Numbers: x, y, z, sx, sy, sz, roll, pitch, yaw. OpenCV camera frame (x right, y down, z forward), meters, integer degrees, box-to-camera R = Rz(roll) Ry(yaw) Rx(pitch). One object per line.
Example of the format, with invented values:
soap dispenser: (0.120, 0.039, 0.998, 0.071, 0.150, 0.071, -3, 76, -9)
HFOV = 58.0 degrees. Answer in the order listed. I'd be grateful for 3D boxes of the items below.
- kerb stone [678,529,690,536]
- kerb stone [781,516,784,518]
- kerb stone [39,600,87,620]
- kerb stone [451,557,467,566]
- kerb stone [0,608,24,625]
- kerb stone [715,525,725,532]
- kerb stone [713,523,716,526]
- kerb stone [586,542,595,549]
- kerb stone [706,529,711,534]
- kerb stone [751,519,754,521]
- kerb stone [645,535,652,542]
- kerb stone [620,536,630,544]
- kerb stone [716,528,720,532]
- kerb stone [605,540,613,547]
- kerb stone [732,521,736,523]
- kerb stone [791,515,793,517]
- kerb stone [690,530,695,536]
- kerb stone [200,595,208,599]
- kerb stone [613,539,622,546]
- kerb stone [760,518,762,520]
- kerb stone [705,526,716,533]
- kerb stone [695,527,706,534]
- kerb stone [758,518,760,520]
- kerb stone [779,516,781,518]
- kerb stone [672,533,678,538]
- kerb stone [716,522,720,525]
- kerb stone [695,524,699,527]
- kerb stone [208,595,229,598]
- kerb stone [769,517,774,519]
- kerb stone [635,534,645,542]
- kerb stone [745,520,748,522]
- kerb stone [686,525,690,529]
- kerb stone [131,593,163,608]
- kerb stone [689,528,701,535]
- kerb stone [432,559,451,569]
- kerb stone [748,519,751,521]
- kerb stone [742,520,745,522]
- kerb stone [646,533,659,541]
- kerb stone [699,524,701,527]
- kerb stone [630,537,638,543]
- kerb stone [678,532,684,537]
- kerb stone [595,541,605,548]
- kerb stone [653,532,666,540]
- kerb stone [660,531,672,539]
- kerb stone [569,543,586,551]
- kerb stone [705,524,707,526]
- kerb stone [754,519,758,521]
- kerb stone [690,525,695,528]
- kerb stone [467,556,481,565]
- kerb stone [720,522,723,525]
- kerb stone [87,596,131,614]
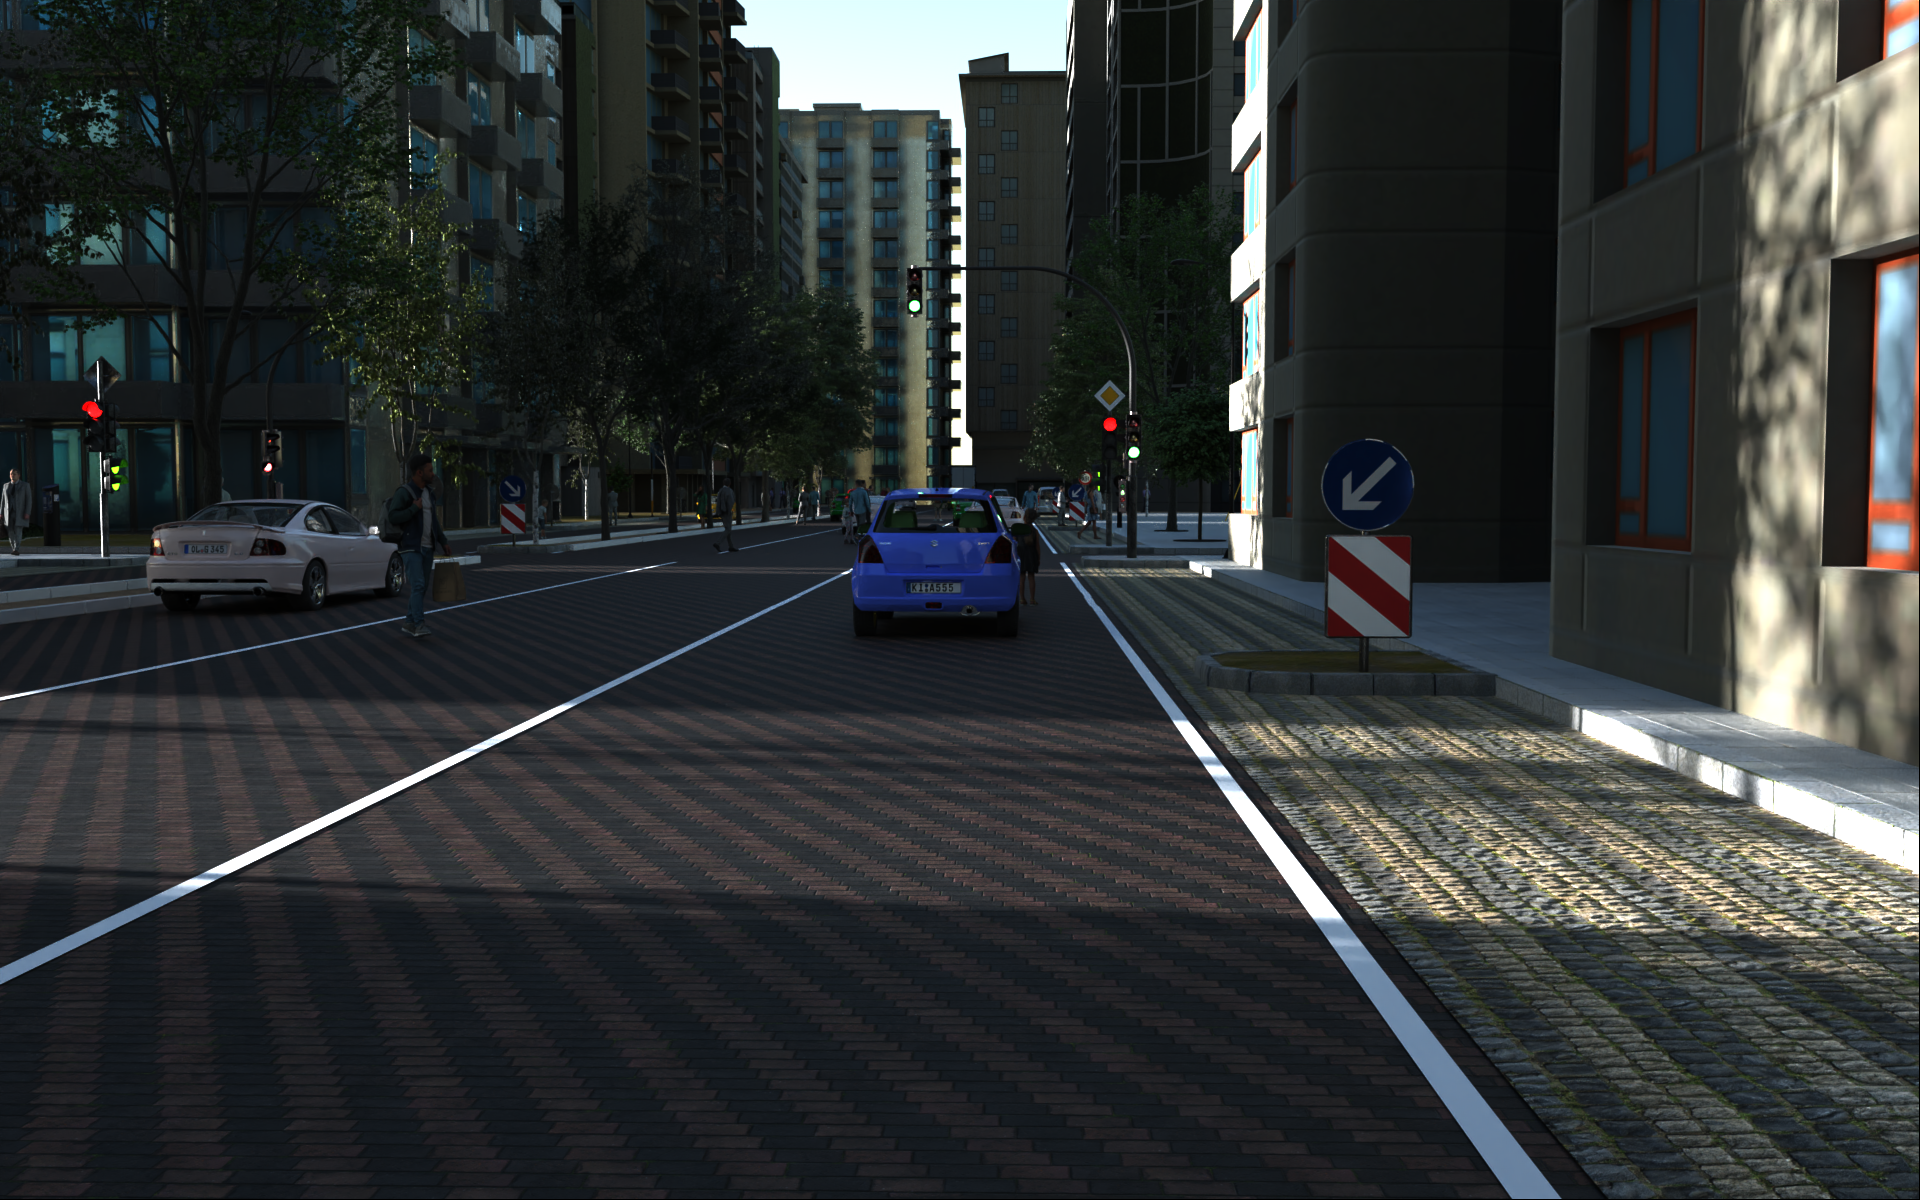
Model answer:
kerb stone: (-9.373, -2.223, 58.549, 0.120, 0.150, 1.000, 0, 4, 2)
kerb stone: (-10.288, -4.668, 98.589, 0.120, 0.150, 1.000, 0, 4, 2)
kerb stone: (-10.508, 0.128, 20.130, 0.120, 0.150, 1.000, 0, 4, 2)
kerb stone: (-10.083, -0.753, 34.511, 0.120, 0.150, 1.000, 0, 4, 2)
kerb stone: (-10.535, 0.189, 19.107, 0.120, 0.150, 1.000, 0, 4, 2)
kerb stone: (-9.153, -2.662, 65.721, 0.120, 0.150, 1.000, 0, 4, 2)
kerb stone: (-10.952, -3.291, 76.010, 0.120, 0.150, 1.000, 0, 4, 2)
kerb stone: (-9.765, -1.408, 45.217, 0.120, 0.150, 1.000, 0, 4, 2)
kerb stone: (-9.248, -2.475, 62.654, 0.120, 0.150, 1.000, 0, 4, 2)
kerb stone: (-10.627, -3.982, 87.302, 0.120, 0.150, 1.000, 0, 4, 2)
kerb stone: (-9.547, -1.847, 52.401, 0.120, 0.150, 1.000, 0, 4, 2)
kerb stone: (-9.647, -1.655, 49.323, 0.120, 0.150, 1.000, 0, 4, 2)
kerb stone: (-9.196, -2.600, 64.700, 0.120, 0.150, 1.000, 0, 4, 2)
kerb stone: (-9.704, -1.534, 47.273, 0.120, 0.150, 1.000, 0, 4, 2)
kerb stone: (-10.741, -3.731, 83.194, 0.120, 0.150, 1.000, 0, 4, 2)
kerb stone: (-10.171, -4.923, 102.687, 0.120, 0.150, 1.000, 0, 4, 2)
kerb stone: (-9.340, -2.285, 59.576, 0.120, 0.150, 1.000, 0, 4, 2)
kerb stone: (-10.416, -0.056, 23.230, 0.120, 0.150, 1.000, 0, 4, 2)
kerb stone: (-9.678, -1.597, 48.301, 0.120, 0.150, 1.000, 0, 4, 2)
kerb stone: (-10.528, -4.171, 90.385, 0.120, 0.150, 1.000, 0, 4, 2)
kerb stone: (-9.220, -2.537, 63.676, 0.120, 0.150, 1.000, 0, 4, 2)
kerb stone: (-9.279, -2.410, 61.620, 0.120, 0.150, 1.000, 0, 4, 2)
kerb stone: (-10.567, -4.107, 89.349, 0.120, 0.150, 1.000, 0, 4, 2)
kerb stone: (-10.324, -4.606, 97.563, 0.120, 0.150, 1.000, 0, 4, 2)
kerb stone: (-9.437, -2.096, 56.496, 0.120, 0.150, 1.000, 0, 4, 2)
kerb stone: (-10.927, -3.354, 77.033, 0.120, 0.150, 1.000, 0, 4, 2)
kerb stone: (-11.073, -3.041, 71.923, 0.120, 0.150, 1.000, 0, 4, 2)
kerb stone: (-10.385, -0.125, 24.264, 0.120, 0.150, 1.000, 0, 4, 2)
kerb stone: (-10.409, -4.421, 94.485, 0.120, 0.150, 1.000, 0, 4, 2)
kerb stone: (-9.592, -1.782, 51.367, 0.120, 0.150, 1.000, 0, 4, 2)
kerb stone: (-10.681, -3.857, 85.250, 0.120, 0.150, 1.000, 0, 4, 2)
kerb stone: (-11.139, -2.911, 69.880, 0.120, 0.150, 1.000, 0, 4, 2)
kerb stone: (-10.441, 0.002, 22.205, 0.120, 0.150, 1.000, 0, 4, 2)
kerb stone: (-9.307, -2.349, 60.598, 0.120, 0.150, 1.000, 0, 4, 2)
kerb stone: (-10.108, -0.691, 33.490, 0.120, 0.150, 1.000, 0, 4, 2)
kerb stone: (-10.654, -3.918, 86.279, 0.120, 0.150, 1.000, 0, 4, 2)
kerb stone: (-10.706, -3.794, 84.220, 0.120, 0.150, 1.000, 0, 4, 2)
kerb stone: (-9.524, -1.907, 53.428, 0.120, 0.150, 1.000, 0, 4, 2)
kerb stone: (-11.050, -3.102, 72.945, 0.120, 0.150, 1.000, 0, 4, 2)
kerb stone: (-9.614, -1.714, 50.345, 0.120, 0.150, 1.000, 0, 4, 2)
kerb stone: (-9.406, -2.155, 57.528, 0.120, 0.150, 1.000, 0, 4, 2)
kerb stone: (-9.737, -1.463, 46.246, 0.120, 0.150, 1.000, 0, 4, 2)
kerb stone: (-9.491, -1.970, 54.450, 0.120, 0.150, 1.000, 0, 4, 2)
kerb stone: (-9.457, -2.035, 55.474, 0.120, 0.150, 1.000, 0, 4, 2)
kerb stone: (-9.796, -1.346, 44.195, 0.120, 0.150, 1.000, 0, 4, 2)
kerb stone: (-11.009, -3.166, 73.966, 0.120, 0.150, 1.000, 0, 4, 2)
kerb stone: (-10.589, -4.044, 88.327, 0.120, 0.150, 1.000, 0, 4, 2)
kerb stone: (-11.106, -2.977, 70.901, 0.120, 0.150, 1.000, 0, 4, 2)
kerb stone: (-10.051, -0.816, 35.543, 0.120, 0.150, 1.000, 0, 4, 2)
kerb stone: (-10.892, -3.412, 78.057, 0.120, 0.150, 1.000, 0, 4, 2)
kerb stone: (-10.471, 0.063, 21.161, 0.120, 0.150, 1.000, 0, 4, 2)
